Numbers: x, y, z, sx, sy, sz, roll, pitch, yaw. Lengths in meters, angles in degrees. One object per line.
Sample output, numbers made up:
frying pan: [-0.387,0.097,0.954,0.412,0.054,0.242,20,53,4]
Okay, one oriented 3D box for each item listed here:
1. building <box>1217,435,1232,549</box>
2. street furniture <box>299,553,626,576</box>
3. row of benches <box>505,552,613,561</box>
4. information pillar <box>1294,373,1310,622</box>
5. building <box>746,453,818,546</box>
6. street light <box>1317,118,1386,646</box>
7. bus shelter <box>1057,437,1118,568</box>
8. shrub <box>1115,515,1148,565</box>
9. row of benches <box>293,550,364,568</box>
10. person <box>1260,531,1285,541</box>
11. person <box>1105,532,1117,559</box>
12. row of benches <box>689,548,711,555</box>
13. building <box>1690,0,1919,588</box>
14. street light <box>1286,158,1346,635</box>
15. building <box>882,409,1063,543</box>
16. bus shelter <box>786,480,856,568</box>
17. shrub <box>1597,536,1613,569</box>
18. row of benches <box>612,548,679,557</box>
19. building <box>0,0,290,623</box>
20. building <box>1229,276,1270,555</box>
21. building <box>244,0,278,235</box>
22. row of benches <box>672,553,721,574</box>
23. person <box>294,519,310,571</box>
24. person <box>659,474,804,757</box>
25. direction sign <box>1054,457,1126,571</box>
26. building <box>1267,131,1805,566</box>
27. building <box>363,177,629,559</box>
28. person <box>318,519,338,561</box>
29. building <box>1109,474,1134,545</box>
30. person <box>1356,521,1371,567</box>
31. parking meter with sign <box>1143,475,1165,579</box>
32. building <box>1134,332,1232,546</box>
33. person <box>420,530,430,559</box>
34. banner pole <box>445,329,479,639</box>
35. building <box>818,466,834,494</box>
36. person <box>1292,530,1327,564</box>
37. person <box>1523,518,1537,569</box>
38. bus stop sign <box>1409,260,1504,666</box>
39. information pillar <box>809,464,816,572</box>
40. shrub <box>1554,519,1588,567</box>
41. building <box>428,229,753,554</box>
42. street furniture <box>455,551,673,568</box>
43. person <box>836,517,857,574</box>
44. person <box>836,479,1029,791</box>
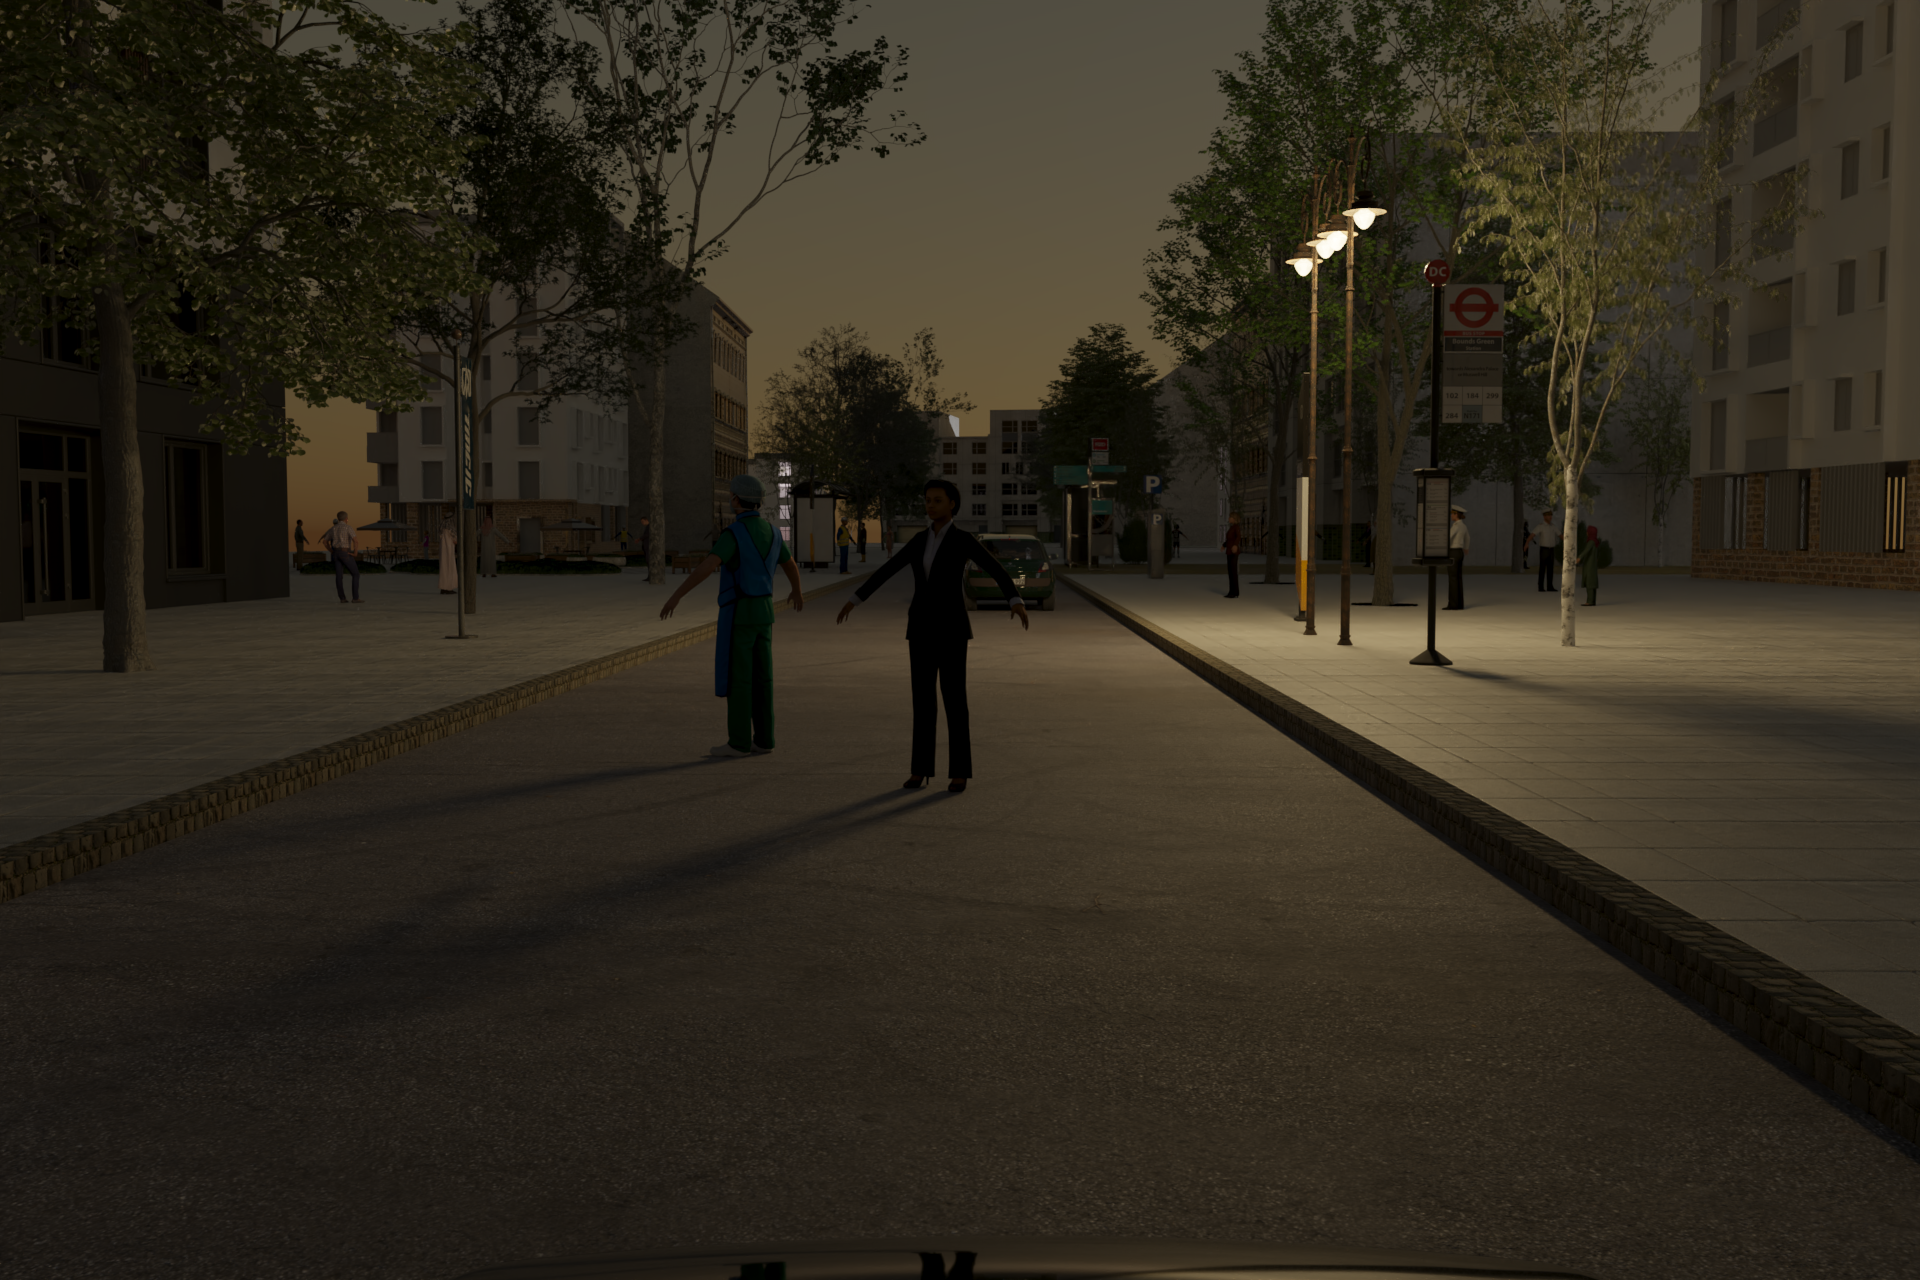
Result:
building: [26.561,-11.858,136.026,9.099,9.664,28.070,0,4,1]
street furniture: [-15.661,-2.463,55.894,10.072,0.657,5.734,0,4,5]
row of benches: [-13.839,-2.761,60.605,4.104,0.672,1.422,0,4,7]
information pillar: [5.039,-2.087,25.484,0.183,3.616,0.504,0,4,1]
building: [-20.219,-15.346,193.053,9.099,9.664,28.070,0,4,1]
street light: [4.447,-2.877,19.831,0.468,5.910,1.993,0,4,1]
bus shelter: [5.043,-5.628,69.652,2.179,5.291,8.768,0,4,2]
shrub: [7.383,-4.208,72.835,1.661,2.075,1.752,0,3,0]
row of benches: [-24.642,-3.081,65.842,4.104,0.672,1.422,-3,5,-39]
person: [16.602,-5.269,92.077,1.347,1.837,0.705,1,4,14]
person: [7.788,-5.158,90.526,1.347,1.806,0.705,1,4,14]
row of benches: [-10.152,-3.641,74.992,4.104,0.672,1.422,2,4,35]
building: [26.441,-11.738,48.336,16.016,20.090,11.380,0,4,1]
street light: [4.453,-3.000,21.843,0.468,5.910,1.993,0,4,1]
building: [5.629,-23.481,252.834,31.486,18.905,16.747,1,4,10]
bus shelter: [-5.324,-4.473,67.061,2.014,3.302,5.546,0,4,3]
shrub: [23.686,-3.239,64.081,1.383,1.207,1.383,0,3,0]
row of benches: [-13.574,-3.654,75.204,1.422,0.672,4.104,2,4,27]
building: [-27.913,-10.687,18.714,27.936,21.610,32.646,0,4,1]
building: [27.802,-17.083,110.234,19.493,23.208,18.063,0,4,1]
building: [-25.167,-11.086,37.677,16.016,20.090,11.380,0,4,1]
row of benches: [-8.585,-2.585,57.723,1.422,0.672,4.104,1,4,11]
person: [-23.099,-3.328,60.681,0.705,1.796,1.348,-3,4,-37]
person: [-1.405,-0.163,11.247,0.704,1.817,1.347,2,4,33]
direction sign: [4.521,-4.339,59.704,2.525,3.948,1.411,0,4,0]
building: [26.012,-13.365,84.977,16.747,18.905,31.486,0,4,1]
building: [-25.328,-14.407,91.969,16.016,20.090,11.380,0,4,2]
person: [-22.737,-3.503,63.132,1.347,1.847,0.705,0,4,-7]
building: [26.183,-21.800,222.889,16.747,18.905,31.486,0,4,1]
person: [15.795,-3.710,66.888,0.704,1.802,1.346,-2,4,-24]
parking meter with sign: [5.681,-3.313,50.430,0.543,3.016,1.738,0,4,0]
building: [29.286,-21.999,190.605,19.493,23.208,18.063,0,4,1]
person: [-21.077,-3.604,68.192,0.599,1.433,0.991,0,4,-4]
banner pole: [-6.144,-1.924,21.482,0.401,3.779,0.863,0,4,1]
building: [-20.743,-17.195,223.281,9.099,9.664,28.070,0,4,1]
person: [13.984,-3.889,69.348,1.354,1.858,0.705,1,4,17]
person: [20.642,-3.517,63.290,1.354,1.856,0.705,-3,5,-44]
bus stop sign: [4.858,-1.727,16.937,0.855,3.939,0.416,0,4,0]
information pillar: [-4.955,-4.080,58.068,0.183,3.616,0.504,0,4,3]
shrub: [24.074,-3.886,67.957,1.690,2.028,1.600,0,3,0]
building: [-25.094,-17.670,119.826,19.493,23.208,18.063,0,3,0]
street furniture: [-14.786,-3.150,67.127,10.072,0.657,5.734,-3,5,-40]
person: [-3.670,-3.016,55.283,0.705,1.833,1.349,1,4,21]
person: [-0.152,-0.030,9.665,1.216,1.740,0.721,2,4,29]
